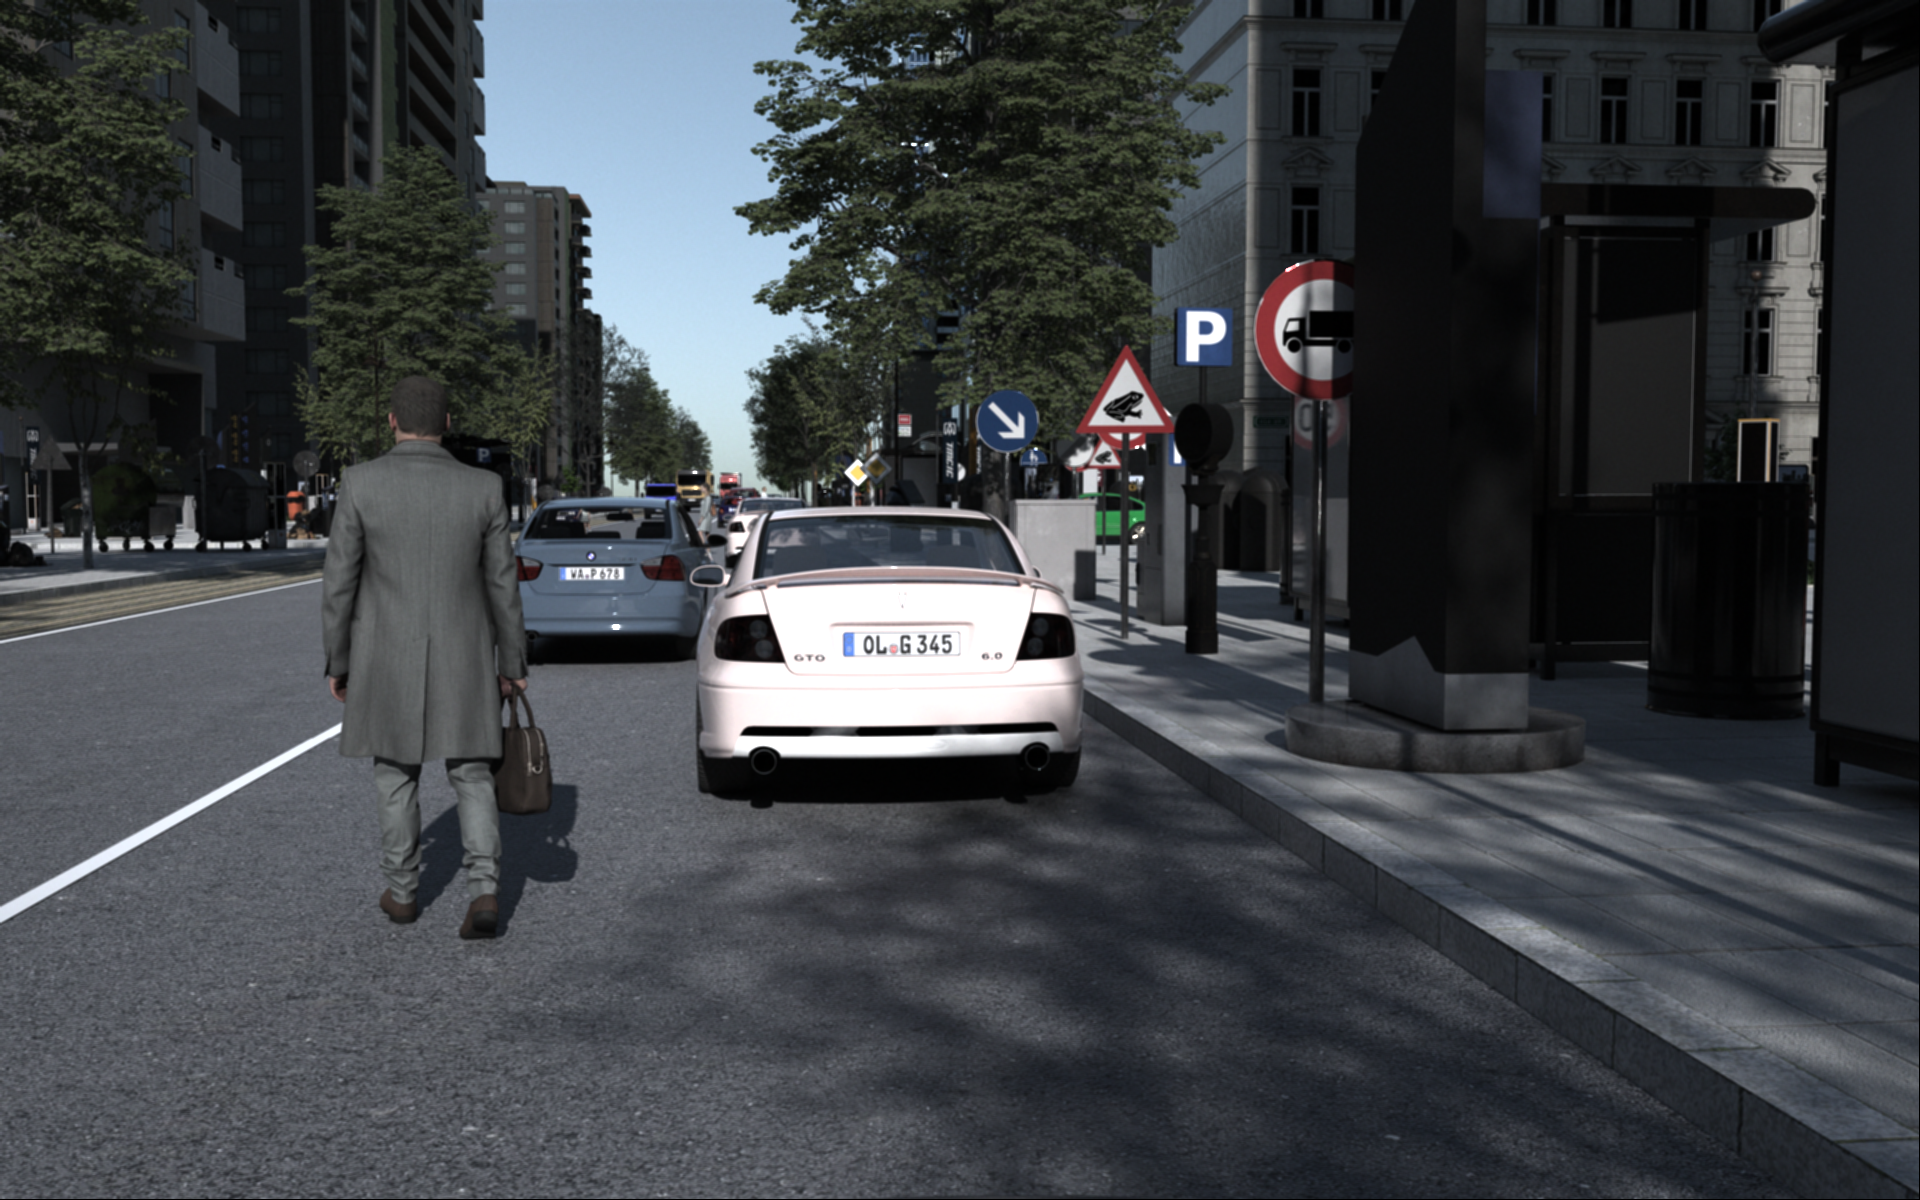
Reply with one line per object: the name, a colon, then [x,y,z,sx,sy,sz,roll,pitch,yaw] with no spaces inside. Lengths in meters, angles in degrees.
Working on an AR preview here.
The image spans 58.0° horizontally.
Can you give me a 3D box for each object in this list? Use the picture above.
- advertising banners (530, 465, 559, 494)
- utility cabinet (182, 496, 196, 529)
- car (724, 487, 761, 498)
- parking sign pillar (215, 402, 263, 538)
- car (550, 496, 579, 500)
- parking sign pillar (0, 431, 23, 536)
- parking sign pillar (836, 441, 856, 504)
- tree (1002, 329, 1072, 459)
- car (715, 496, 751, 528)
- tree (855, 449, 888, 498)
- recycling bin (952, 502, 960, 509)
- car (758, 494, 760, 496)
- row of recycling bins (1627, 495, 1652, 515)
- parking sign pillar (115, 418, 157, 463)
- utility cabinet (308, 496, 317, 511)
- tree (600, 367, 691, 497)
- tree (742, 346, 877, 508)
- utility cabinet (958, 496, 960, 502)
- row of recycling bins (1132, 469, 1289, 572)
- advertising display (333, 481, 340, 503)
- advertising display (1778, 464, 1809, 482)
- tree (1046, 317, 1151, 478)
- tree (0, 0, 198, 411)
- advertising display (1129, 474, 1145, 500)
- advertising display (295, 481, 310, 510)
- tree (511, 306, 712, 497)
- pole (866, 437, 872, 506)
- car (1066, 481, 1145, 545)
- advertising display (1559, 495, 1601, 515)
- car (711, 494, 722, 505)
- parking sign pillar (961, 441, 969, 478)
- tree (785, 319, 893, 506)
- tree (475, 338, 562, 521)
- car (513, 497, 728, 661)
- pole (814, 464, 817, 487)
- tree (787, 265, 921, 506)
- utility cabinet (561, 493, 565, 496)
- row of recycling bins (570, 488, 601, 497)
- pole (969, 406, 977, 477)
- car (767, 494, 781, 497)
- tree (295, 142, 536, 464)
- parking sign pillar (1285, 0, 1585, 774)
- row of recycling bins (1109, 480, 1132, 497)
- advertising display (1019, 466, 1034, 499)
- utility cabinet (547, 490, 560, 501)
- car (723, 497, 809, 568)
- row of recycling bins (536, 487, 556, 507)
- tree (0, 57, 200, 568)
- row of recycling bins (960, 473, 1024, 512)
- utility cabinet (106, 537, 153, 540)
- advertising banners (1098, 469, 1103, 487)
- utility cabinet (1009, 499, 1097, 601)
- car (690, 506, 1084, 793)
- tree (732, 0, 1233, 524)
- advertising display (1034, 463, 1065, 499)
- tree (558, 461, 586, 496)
advertising banners: [-25.016,-6.608,104.222,2.074,3.025,0.090,1,4,23]
utility cabinet: [-28.216,-3.233,64.020,0.306,1.237,1.020,2,4,26]
car: [-12.577,-5.624,100.622,2.281,1.827,5.304,0,4,-6]
parking sign pillar: [-20.995,-3.781,50.284,1.447,3.967,1.447,1,4,18]
car: [-16.925,-3.751,73.912,1.945,1.354,3.894,0,4,-7]
parking sign pillar: [-29.869,-3.980,53.551,1.447,3.967,1.447,-2,4,-32]
parking sign pillar: [-5.725,-6.032,87.103,1.447,3.967,1.447,-3,4,-36]
tree: [2.825,-7.536,73.575,4.737,8.622,4.395,0,3,0]
car: [-9.601,-3.806,74.807,1.945,1.354,3.894,0,4,-7]
tree: [-4.141,-4.873,74.274,1.663,3.219,1.824,0,3,0]
recycling bin: [-0.019,-2.779,57.991,0.722,1.027,0.722,2,4,34]
car: [-22.959,-11.265,193.972,2.009,1.686,4.222,0,4,-5]
row of recycling bins: [41.682,-5.997,105.168,1.069,1.692,3.534,-2,4,-27]
parking sign pillar: [-29.150,-4.456,61.333,1.447,3.967,1.447,3,5,40]
utility cabinet: [-27.023,-3.746,72.408,0.306,1.237,1.020,-1,4,-13]
tree: [-28.622,-14.434,154.124,7.486,12.596,7.792,0,3,0]
tree: [-9.167,-10.674,108.925,8.767,10.594,7.601,-2,4,-29]
utility cabinet: [0.356,-3.267,64.585,0.306,1.237,1.020,3,4,36]
row of recycling bins: [4.446,-1.405,30.091,1.069,1.692,3.534,-2,4,-27]
advertising display: [-31.355,-5.053,87.826,0.123,1.923,0.974,2,4,30]
advertising display: [17.955,-1.982,37.625,0.974,1.923,0.123,-1,4,-13]
tree: [5.232,-7.186,67.853,4.360,8.622,3.978,0,3,0]
tree: [-13.772,-6.364,22.175,7.486,12.596,7.792,0,3,0]
advertising display: [5.713,-3.164,56.950,0.974,1.923,0.123,-3,5,-45]
advertising display: [-31.682,-4.788,83.497,0.123,1.923,0.974,1,4,13]
tree: [-24.616,-12.456,114.025,12.009,13.543,11.850,0,3,0]
pole: [-3.259,-4.166,61.965,0.158,3.312,0.155,0,3,0]
car: [3.393,-2.314,46.638,4.718,1.807,1.959,0,4,-6]
advertising display: [13.301,-1.955,37.177,0.974,1.923,0.123,3,5,40]
car: [-27.713,-11.142,194.173,2.014,1.417,4.499,0,4,-8]
parking sign pillar: [0.478,-5.476,78.003,1.447,3.967,1.447,-2,4,-25]
tree: [-4.462,-7.252,68.936,4.737,8.622,4.395,0,3,0]
tree: [-20.740,-8.045,81.893,4.737,8.622,4.395,0,3,0]
car: [-3.202,-0.256,16.189,2.014,1.417,4.499,0,4,-6]
pole: [-9.634,-7.441,115.501,0.158,3.312,0.155,0,3,0]
tree: [-2.982,-6.382,54.702,4.360,8.622,3.978,0,3,0]
utility cabinet: [-26.190,-6.431,113.818,0.318,1.500,1.173,-2,4,-23]
row of recycling bins: [-25.414,-6.775,117.892,1.069,1.692,3.534,1,4,19]
pole: [0.300,-2.834,40.181,0.158,3.312,0.155,0,3,0]
car: [-12.918,-6.541,118.955,2.014,1.417,4.499,0,4,-7]
tree: [-17.753,-8.439,56.111,7.486,12.596,7.792,0,3,0]
parking sign pillar: [2.355,-1.227,8.535,1.447,3.967,1.447,0,4,-7]
row of recycling bins: [6.179,-2.719,51.570,3.534,1.692,1.069,0,4,-6]
advertising display: [1.562,-2.099,39.527,0.123,1.923,0.974,1,4,20]
utility cabinet: [-21.270,-4.999,90.408,0.318,1.500,1.173,0,4,1]
car: [-3.760,-1.384,34.991,2.083,1.381,4.827,0,4,-5]
row of recycling bins: [-22.920,-5.414,95.634,1.069,1.692,3.534,0,4,-6]
tree: [-14.980,-4.839,29.474,4.737,8.622,4.395,0,3,0]
row of recycling bins: [0.713,-1.727,35.341,1.069,1.692,3.534,1,4,11]
utility cabinet: [-23.198,-2.425,48.332,1.173,1.500,0.318,-3,4,-38]
advertising banners: [5.713,-4.080,62.895,2.074,3.025,0.090,1,4,16]
utility cabinet: [1.115,-0.595,20.898,1.020,1.237,0.306,-1,4,-15]
car: [-0.492,0.159,9.762,2.083,1.381,4.827,0,4,-6]
tree: [0.380,-6.641,26.715,7.486,12.596,7.792,0,3,0]
advertising display: [1.916,-1.915,36.521,0.123,1.923,0.974,-2,4,-26]
tree: [-22.784,-6.469,100.377,1.663,3.219,1.824,0,3,0]
